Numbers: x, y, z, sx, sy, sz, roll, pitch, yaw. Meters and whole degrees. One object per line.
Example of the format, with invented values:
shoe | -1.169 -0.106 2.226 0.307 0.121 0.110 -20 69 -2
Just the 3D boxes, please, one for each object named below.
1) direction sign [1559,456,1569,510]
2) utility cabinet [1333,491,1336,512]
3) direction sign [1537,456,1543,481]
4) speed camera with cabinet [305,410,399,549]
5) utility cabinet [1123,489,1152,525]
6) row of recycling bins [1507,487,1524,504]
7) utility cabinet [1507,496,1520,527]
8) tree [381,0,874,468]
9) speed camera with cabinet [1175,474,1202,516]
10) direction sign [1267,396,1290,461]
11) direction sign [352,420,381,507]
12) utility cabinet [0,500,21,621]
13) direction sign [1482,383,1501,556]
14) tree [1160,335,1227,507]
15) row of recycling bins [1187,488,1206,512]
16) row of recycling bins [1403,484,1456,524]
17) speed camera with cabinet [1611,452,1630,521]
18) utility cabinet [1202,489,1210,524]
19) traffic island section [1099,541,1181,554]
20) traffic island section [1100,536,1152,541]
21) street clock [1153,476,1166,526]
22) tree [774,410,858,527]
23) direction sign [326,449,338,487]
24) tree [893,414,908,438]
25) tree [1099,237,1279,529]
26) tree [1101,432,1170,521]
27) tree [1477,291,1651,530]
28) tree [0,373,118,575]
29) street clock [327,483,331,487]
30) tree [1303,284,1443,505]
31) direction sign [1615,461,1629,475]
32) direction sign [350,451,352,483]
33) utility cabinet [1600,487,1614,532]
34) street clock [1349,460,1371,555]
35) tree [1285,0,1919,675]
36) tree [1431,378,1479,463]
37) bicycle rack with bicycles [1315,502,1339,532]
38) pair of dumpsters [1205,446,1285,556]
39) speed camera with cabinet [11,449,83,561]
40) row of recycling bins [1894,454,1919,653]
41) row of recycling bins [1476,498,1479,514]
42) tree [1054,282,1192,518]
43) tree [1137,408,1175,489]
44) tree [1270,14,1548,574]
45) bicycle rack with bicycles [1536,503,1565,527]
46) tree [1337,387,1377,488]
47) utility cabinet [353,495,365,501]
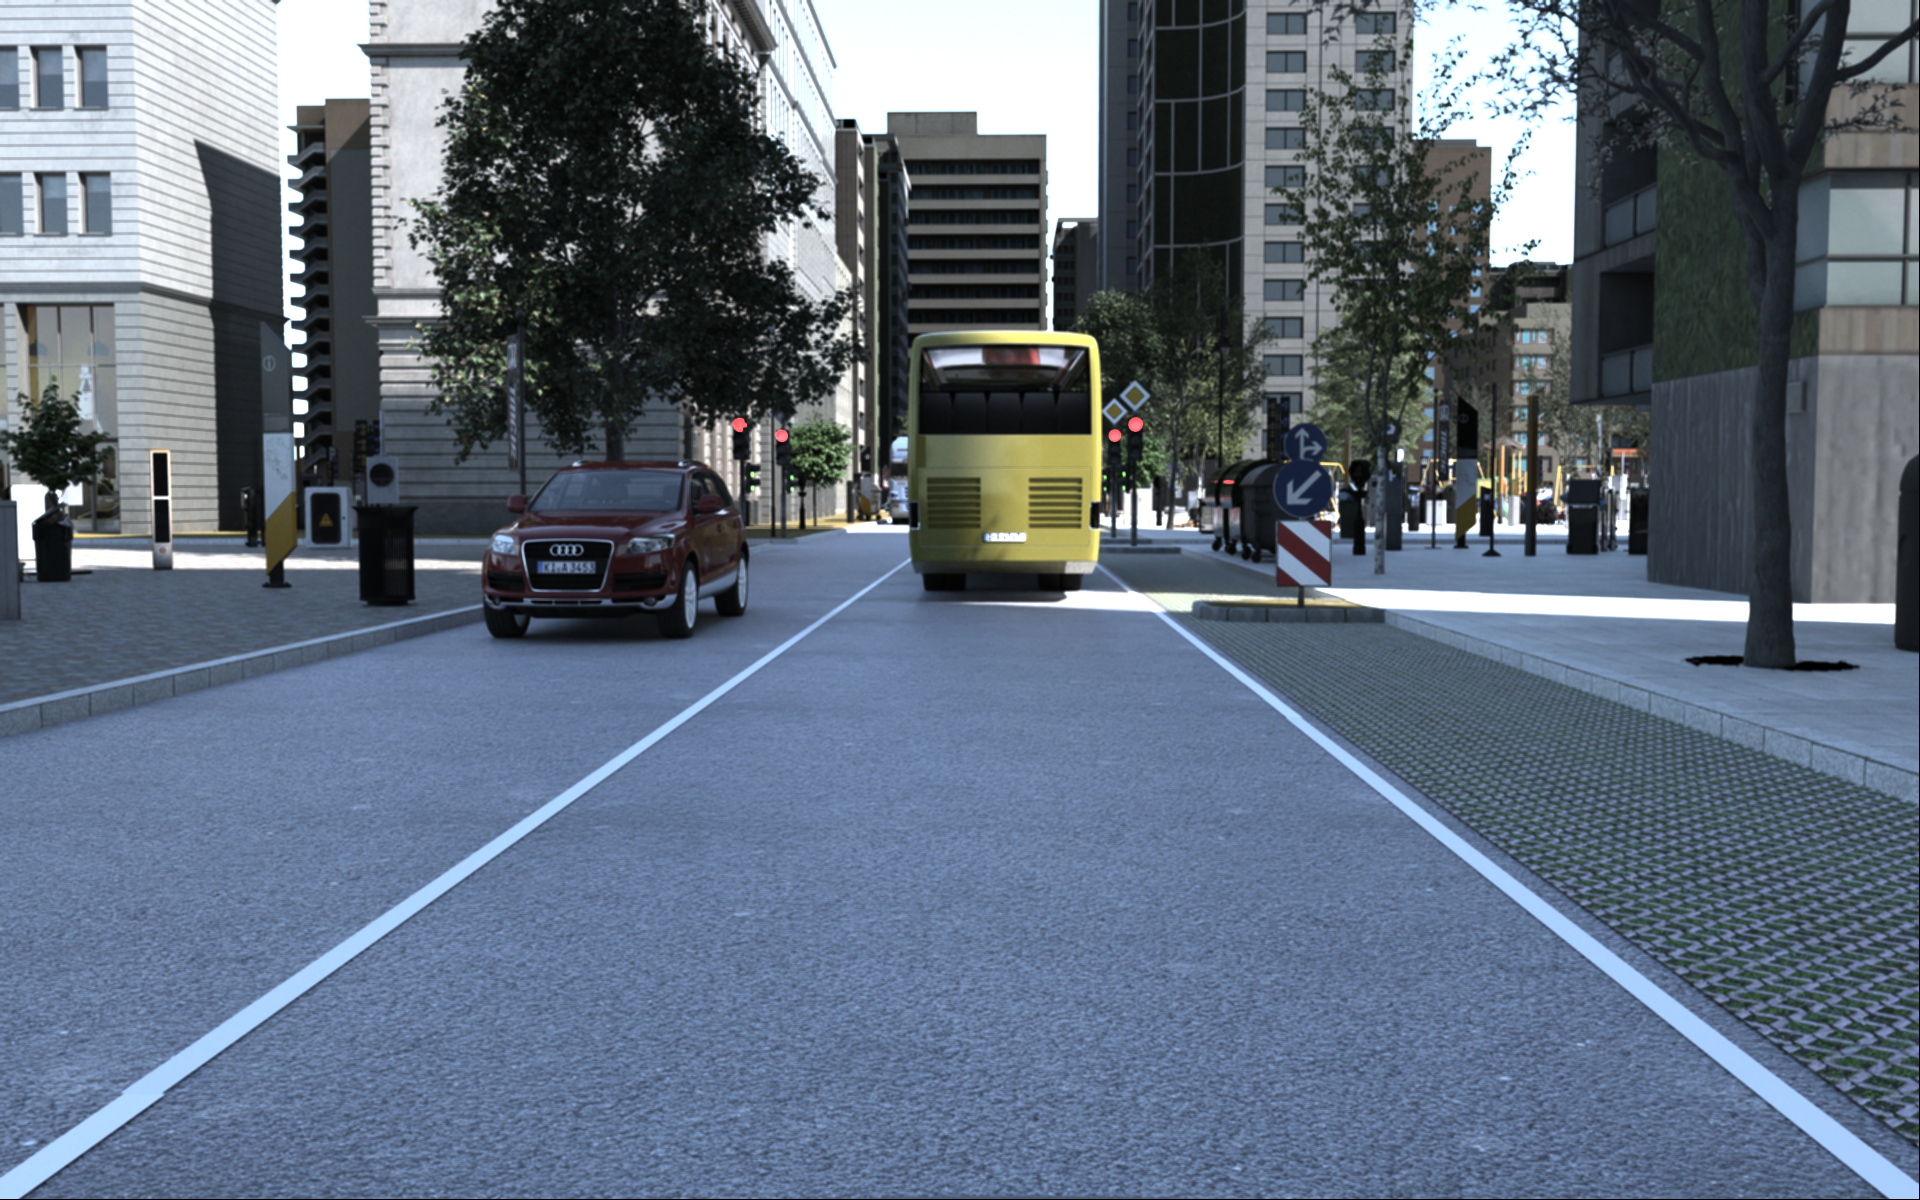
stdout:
direction sign | 36.033 -6.810 103.338 0.876 3.537 0.379 -3 4 -37
utility cabinet | 27.064 -6.992 122.992 1.173 1.500 0.318 -2 4 -30
direction sign | 34.370 -6.789 102.994 0.379 3.537 0.876 -1 4 -15
speed camera with cabinet | -14.261 -2.831 40.617 2.038 3.252 0.660 -1 4 -13
utility cabinet | 7.286 -3.816 71.071 1.173 1.500 0.318 0 4 -8
row of recycling bins | 31.127 -5.358 94.708 1.069 1.692 3.534 -1 4 -12
utility cabinet | 21.825 -3.491 68.236 0.306 1.237 1.020 0 4 7
tree | -6.947 -7.203 34.775 9.611 12.733 9.660 0 3 0
speed camera with cabinet | 13.436 -6.605 102.324 2.038 3.252 0.660 0 4 2
direction sign | 7.444 -2.972 40.584 0.379 3.537 0.876 -2 4 -24
direction sign | -18.056 -3.738 53.120 0.876 3.537 0.379 0 4 -2
utility cabinet | -10.056 -0.382 17.409 1.020 1.237 0.306 -3 5 -39
direction sign | 11.003 -2.676 35.742 0.379 3.537 0.876 1 4 19
tree | 10.670 -7.719 76.568 4.737 8.622 4.395 0 3 0
row of recycling bins | 16.648 -6.556 114.297 3.534 1.692 1.069 -1 4 -16
row of recycling bins | 20.129 -4.157 75.082 1.069 1.692 3.534 -3 5 -44
speed camera with cabinet | 31.664 -5.406 82.731 0.660 3.252 2.038 3 5 40
utility cabinet | 10.862 -3.963 73.473 1.173 1.500 0.318 0 4 1
traffic island section | 4.318 -1.253 42.770 2.009 0.180 2.903 0 4 1
traffic island section | 4.524 -1.741 50.753 2.009 0.180 2.903 0 4 1
street clock | 7.941 -3.940 68.981 0.358 2.002 0.471 -3 4 -39
tree | -5.569 -5.116 67.357 4.285 4.588 4.351 0 3 0
direction sign | -31.553 -5.818 87.126 0.876 3.537 0.379 2 4 33
tree | -3.121 -11.461 137.753 4.737 8.622 4.395 0 3 0
tree | 7.972 -7.852 62.785 7.601 10.594 8.767 1 4 22
tree | 8.278 -6.024 82.207 4.285 4.588 4.351 0 3 0
tree | 21.631 -6.834 62.097 4.360 8.622 3.978 0 3 0
tree | -14.384 -2.028 27.761 1.663 3.219 1.824 0 3 0
street clock | -39.705 -6.406 109.301 0.358 2.002 0.471 0 4 2
tree | 22.335 -10.755 93.970 7.486 12.596 7.792 0 3 0
direction sign | 45.265 -7.735 118.458 0.876 3.537 0.379 1 4 16
direction sign | -21.702 -4.360 63.279 0.876 3.537 0.379 1 4 11
utility cabinet | 21.286 -3.011 57.912 1.173 1.500 0.318 1 4 9
street clock | 8.417 -1.950 36.455 0.358 2.002 0.471 -2 4 -27
tree | 5.997 -6.255 12.647 12.009 13.543 11.850 0 3 0
tree | 32.012 -9.712 109.156 4.360 8.622 3.978 0 3 0
bicycle rack with bicycles | 11.166 -2.730 58.021 2.852 0.926 2.925 3 4 36
pair of dumpsters | 6.246 -2.102 36.866 1.574 2.255 4.437 0 4 2
speed camera with cabinet | -18.061 -2.444 34.287 0.660 3.252 2.038 0 4 -6
row of recycling bins | 8.922 -0.497 15.235 1.069 1.692 3.534 3 4 37
row of recycling bins | 34.125 -6.524 113.780 3.534 1.692 1.069 1 4 13
tree | 8.191 -10.807 93.700 9.611 12.733 9.660 0 3 0
tree | 13.272 -10.434 120.962 4.360 8.622 3.978 0 3 0
tree | 6.991 -4.728 27.672 4.737 8.622 4.395 0 3 0
bicycle rack with bicycles | 24.242 -3.361 68.335 2.852 0.926 2.925 -1 4 -12
tree | 26.498 -10.015 114.105 4.360 8.622 3.978 0 3 0
utility cabinet | -31.974 -4.959 92.234 0.306 1.237 1.020 -3 5 -43
